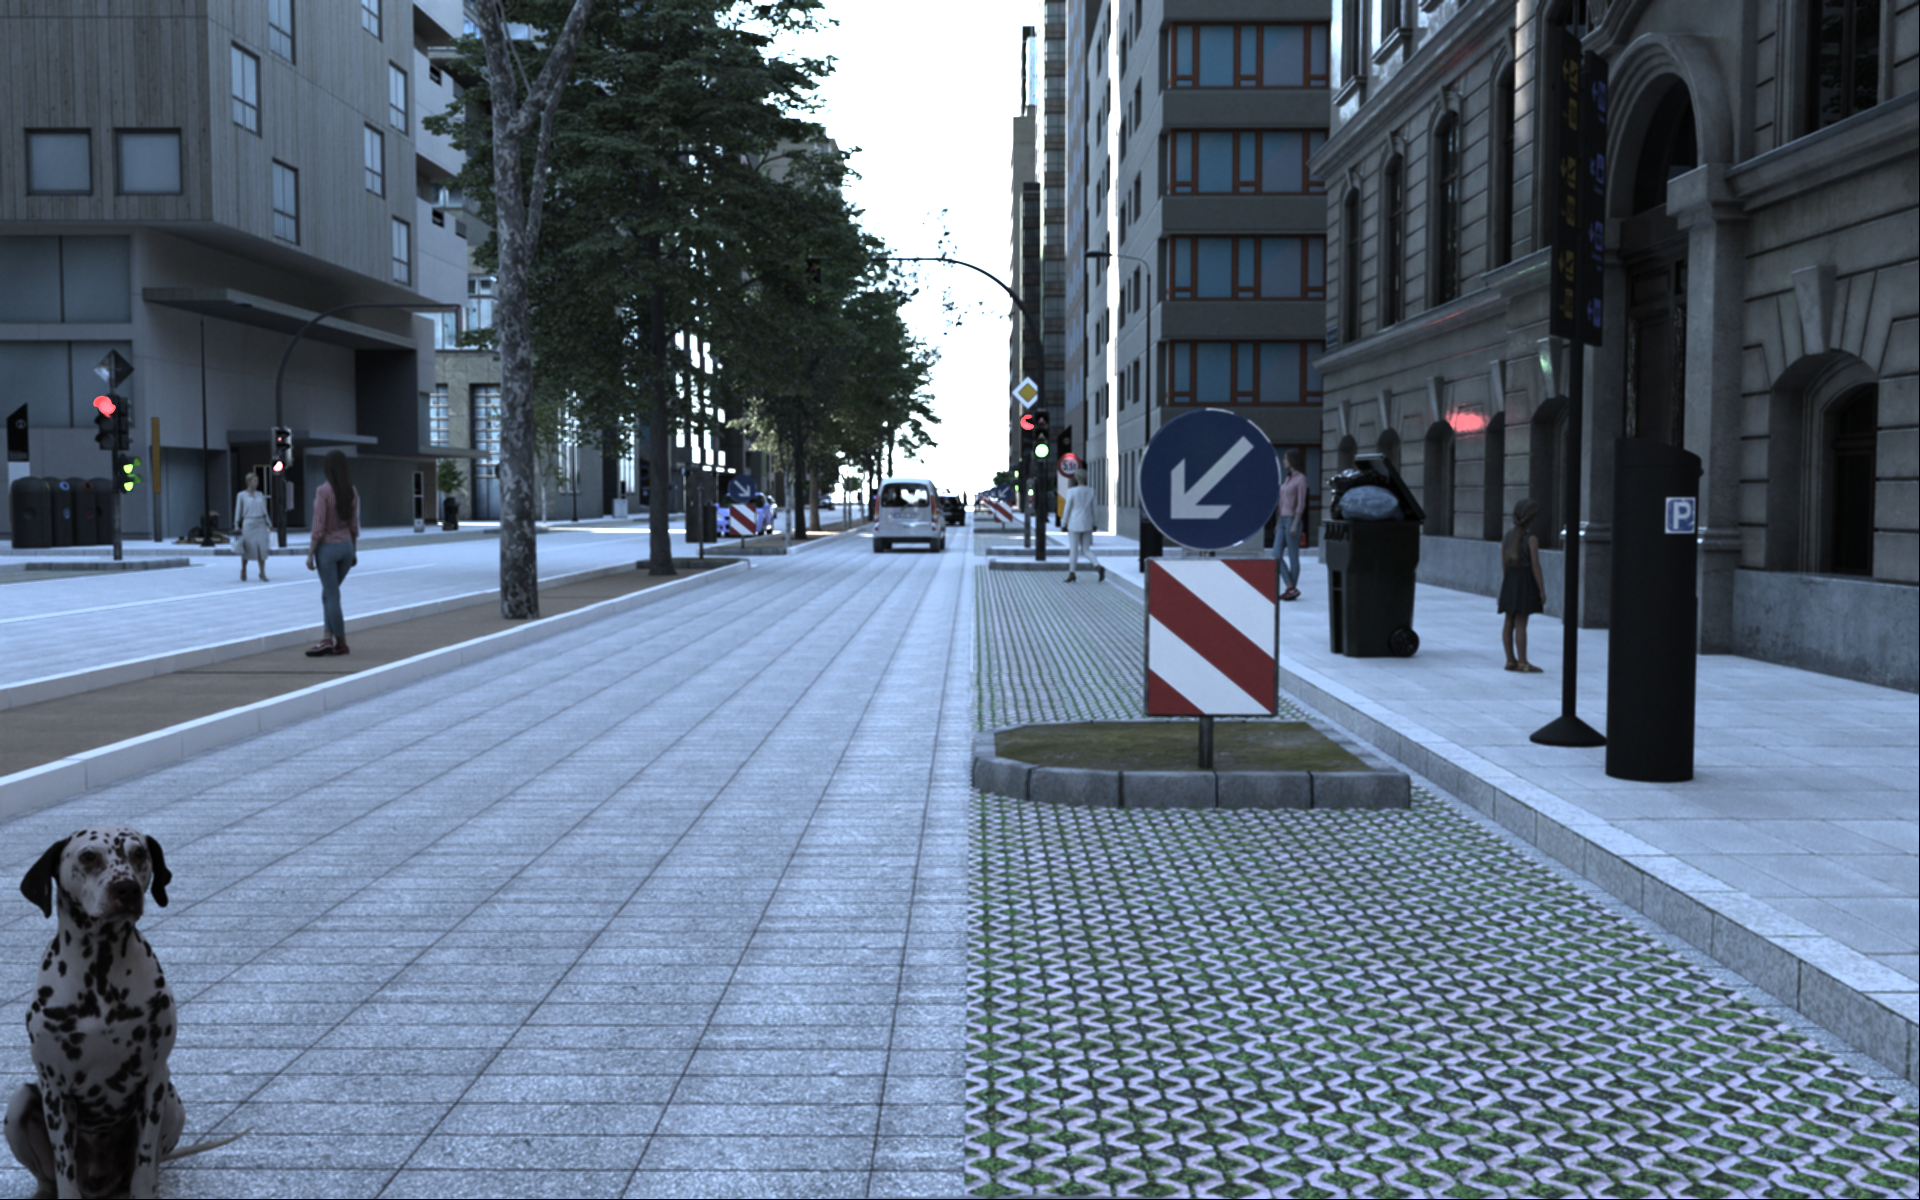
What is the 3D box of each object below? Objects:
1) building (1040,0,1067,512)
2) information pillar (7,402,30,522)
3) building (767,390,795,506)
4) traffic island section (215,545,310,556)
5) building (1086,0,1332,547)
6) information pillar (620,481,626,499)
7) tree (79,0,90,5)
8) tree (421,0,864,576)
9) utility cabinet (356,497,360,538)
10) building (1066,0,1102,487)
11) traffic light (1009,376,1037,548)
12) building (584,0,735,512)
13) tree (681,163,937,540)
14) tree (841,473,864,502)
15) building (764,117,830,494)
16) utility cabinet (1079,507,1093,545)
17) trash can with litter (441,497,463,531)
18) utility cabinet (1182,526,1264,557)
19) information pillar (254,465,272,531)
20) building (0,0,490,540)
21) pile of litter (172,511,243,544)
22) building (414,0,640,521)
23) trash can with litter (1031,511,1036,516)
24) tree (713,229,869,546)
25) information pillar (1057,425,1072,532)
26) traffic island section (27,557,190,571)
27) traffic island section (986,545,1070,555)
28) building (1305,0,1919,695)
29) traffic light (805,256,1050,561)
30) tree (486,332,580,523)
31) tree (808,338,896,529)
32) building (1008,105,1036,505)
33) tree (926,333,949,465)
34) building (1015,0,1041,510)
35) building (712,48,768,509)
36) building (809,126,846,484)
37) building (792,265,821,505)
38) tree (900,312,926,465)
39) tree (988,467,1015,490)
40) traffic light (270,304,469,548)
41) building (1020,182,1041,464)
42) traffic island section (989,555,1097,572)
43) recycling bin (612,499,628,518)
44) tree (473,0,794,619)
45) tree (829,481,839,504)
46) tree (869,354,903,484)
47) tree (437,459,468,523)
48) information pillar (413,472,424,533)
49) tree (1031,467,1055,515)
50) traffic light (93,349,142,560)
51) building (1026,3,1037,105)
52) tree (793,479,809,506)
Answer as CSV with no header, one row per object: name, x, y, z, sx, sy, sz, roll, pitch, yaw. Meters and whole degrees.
building,12.882,-27.128,127.144,14.154,41.232,14.086,0,4,0
information pillar,-24.060,-3.239,44.317,0.504,3.616,0.183,-1,4,-16
building,-32.024,-20.256,176.226,27.650,21.520,28.899,0,4,0
traffic island section,-16.304,-1.183,41.622,2.009,0.180,2.903,0,4,0
building,19.378,-12.830,54.811,28.899,21.520,27.650,0,4,0
information pillar,-18.715,-5.616,96.311,0.304,2.012,0.304,0,4,-7
tree,-5.567,-5.669,5.519,12.009,13.543,11.850,0,3,0
tree,-5.151,-6.670,29.647,7.486,12.596,7.792,0,3,0
utility cabinet,-17.934,-2.454,51.285,0.306,1.237,1.020,-1,4,-17
building,12.084,-26.153,77.718,14.600,45.320,14.200,0,4,0
traffic light,1.597,-3.207,41.360,0.839,4.253,0.868,0,4,0
building,-30.292,-31.312,131.556,23.786,49.044,30.456,0,4,0
tree,-5.114,-7.702,54.144,9.928,11.665,9.643,0,3,0
tree,-17.037,-17.880,276.046,4.285,4.588,4.351,0,3,0
building,-28.603,-36.877,226.645,21.300,48.544,21.600,0,4,0
utility cabinet,3.177,-2.000,43.861,0.306,1.237,1.020,0,4,1
trash can with litter,-17.849,-3.023,60.817,0.624,1.170,1.055,0,4,-6
utility cabinet,3.803,-1.002,25.067,1.173,1.500,0.318,0,4,7
information pillar,-17.737,-2.421,44.077,0.304,2.012,0.304,0,4,3
building,-33.471,-28.716,58.747,28.713,52.752,27.495,0,4,0
pile of litter,-19.395,-1.879,44.683,1.719,0.858,1.176,0,4,8
building,-30.159,-47.841,94.869,22.319,86.520,31.000,0,4,0
trash can with litter,4.448,-5.384,99.408,1.055,1.170,0.624,3,4,37
tree,-4.672,-5.748,46.796,4.360,8.622,3.978,0,3,0
information pillar,3.547,-4.110,58.550,0.504,3.616,0.183,1,4,20
traffic island section,-16.368,-0.695,33.637,2.009,0.180,2.903,0,4,0
traffic island section,1.637,-1.174,41.474,2.009,0.180,2.903,0,4,0
building,11.704,-11.960,14.625,14.460,24.649,34.723,0,4,0
traffic light,-0.560,-3.583,33.251,4.771,5.953,1.251,0,4,0
tree,-18.639,-7.741,76.920,4.737,8.622,4.395,0,3,0
tree,-5.116,-7.557,76.376,4.737,8.622,4.395,0,3,0
building,16.790,-35.999,212.288,21.300,48.544,21.600,0,4,0
tree,-4.537,-10.931,99.299,7.486,12.596,7.792,0,3,0
building,16.254,-45.330,179.397,20.563,71.187,20.611,0,4,0
building,-25.024,-28.778,154.115,14.154,41.232,14.086,0,4,0
building,-31.243,-40.504,251.470,28.713,52.752,27.495,0,4,0
building,-24.448,-26.730,208.732,14.160,30.474,14.107,0,4,0
tree,-5.376,-8.803,64.510,7.486,12.596,7.792,0,3,0
tree,4.950,-13.266,200.617,4.285,4.588,4.351,0,3,0
traffic light,-14.172,-4.088,41.506,4.771,5.953,1.251,0,4,0
building,12.643,-23.925,162.883,14.160,30.474,14.107,0,4,0
traffic island section,1.572,-0.686,33.489,2.009,0.180,2.903,0,4,0
recycling bin,-18.032,-4.845,91.773,0.722,1.027,0.722,-1,4,-20
tree,-3.843,-9.789,18.396,12.611,20.169,13.585,0,3,0
tree,-16.747,-14.394,229.949,1.663,3.219,1.824,0,3,0
tree,-4.614,-7.889,81.804,4.360,8.622,3.978,0,3,0
tree,-22.632,-5.022,76.710,1.663,3.219,1.824,0,3,0
information pillar,-18.058,-3.260,57.786,0.304,2.012,0.304,-1,4,-11
tree,5.067,-7.007,109.168,1.663,3.219,1.824,0,3,0
traffic light,-16.328,-2.727,33.502,0.839,4.253,0.868,0,4,0
building,18.064,-56.557,237.371,22.319,86.520,31.000,0,4,0
tree,-18.400,-12.605,200.689,1.663,3.219,1.824,0,3,0
